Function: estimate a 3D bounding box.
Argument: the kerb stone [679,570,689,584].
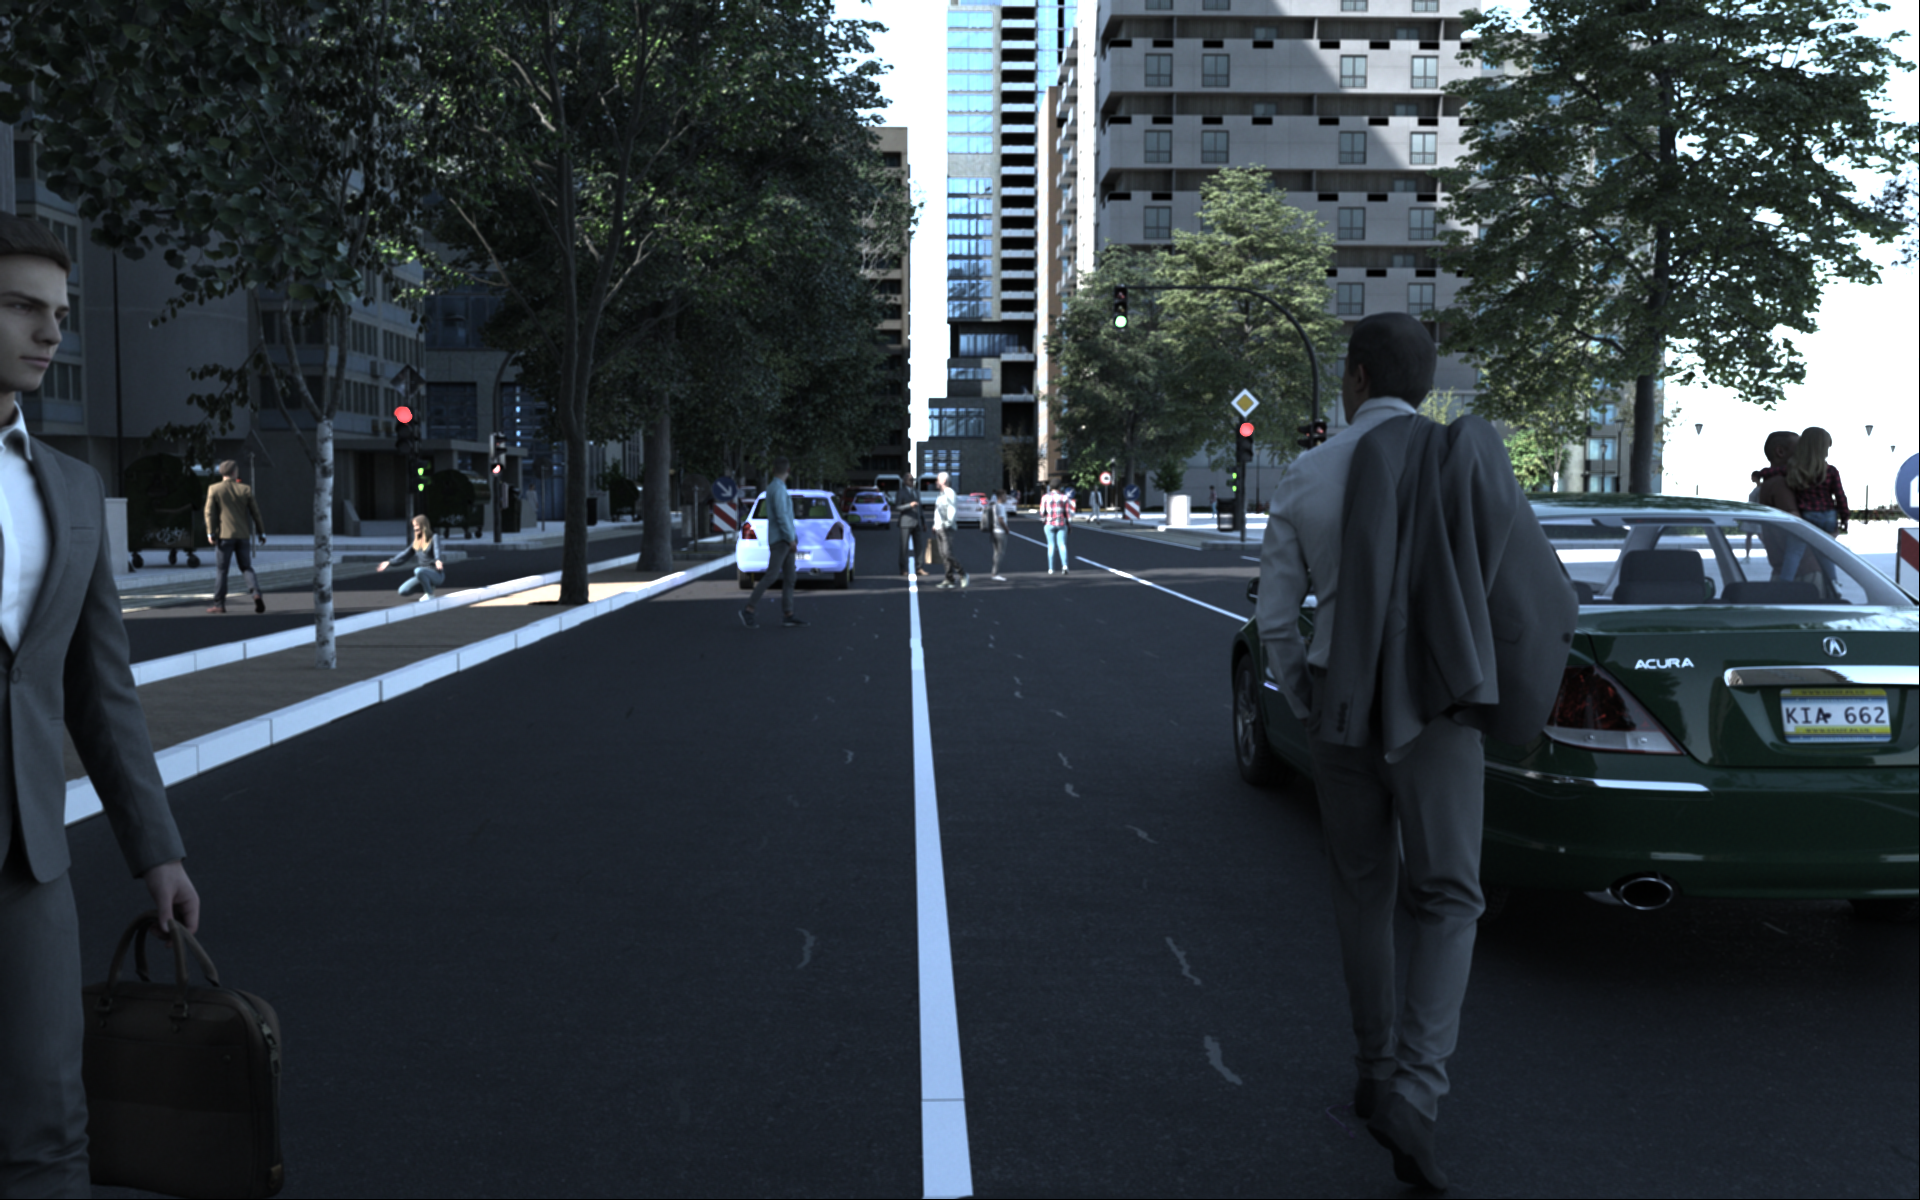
[{"bbox_3d":[-4.514,-0.340,27.770,0.120,0.150,1.000,0,4,-2],"label":"kerb stone"}]

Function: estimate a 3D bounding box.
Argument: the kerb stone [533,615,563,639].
[{"bbox_3d":[-4.212,0.286,17.538,0.120,0.150,1.000,0,4,-2],"label":"kerb stone"}]

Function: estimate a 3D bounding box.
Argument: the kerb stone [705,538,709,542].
[{"bbox_3d":[-7.251,-1.620,48.759,0.120,0.150,1.000,0,4,-2],"label":"kerb stone"}]

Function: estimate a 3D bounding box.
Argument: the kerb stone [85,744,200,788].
[{"bbox_3d":[-3.930,0.850,8.320,0.120,0.150,1.000,0,4,-2],"label":"kerb stone"}]

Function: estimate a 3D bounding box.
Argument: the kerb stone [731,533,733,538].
[{"bbox_3d":[-7.470,-2.063,55.923,0.120,0.150,1.000,0,4,-2],"label":"kerb stone"}]

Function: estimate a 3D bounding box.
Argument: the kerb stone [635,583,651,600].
[{"bbox_3d":[-4.395,-0.091,23.677,0.120,0.150,1.000,0,4,-2],"label":"kerb stone"}]

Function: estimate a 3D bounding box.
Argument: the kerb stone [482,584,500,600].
[{"bbox_3d":[-6.495,-0.086,23.647,0.120,0.150,1.000,0,4,-2],"label":"kerb stone"}]

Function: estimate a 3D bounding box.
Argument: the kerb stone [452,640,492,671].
[{"bbox_3d":[-4.112,0.473,14.462,0.120,0.150,1.000,0,4,-2],"label":"kerb stone"}]

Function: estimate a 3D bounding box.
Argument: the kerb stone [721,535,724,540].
[{"bbox_3d":[-7.378,-1.875,52.858,0.120,0.150,1.000,0,4,-2],"label":"kerb stone"}]

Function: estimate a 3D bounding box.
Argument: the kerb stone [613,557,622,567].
[{"bbox_3d":[-6.808,-0.710,33.879,0.120,0.150,1.000,0,4,-2],"label":"kerb stone"}]

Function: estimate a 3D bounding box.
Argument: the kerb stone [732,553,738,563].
[{"bbox_3d":[-4.768,-0.841,35.948,0.120,0.150,1.000,0,4,-2],"label":"kerb stone"}]

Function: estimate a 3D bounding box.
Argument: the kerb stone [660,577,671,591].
[{"bbox_3d":[-4.458,-0.209,25.724,0.120,0.150,1.000,0,4,-2],"label":"kerb stone"}]

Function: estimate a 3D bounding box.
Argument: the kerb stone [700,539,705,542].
[{"bbox_3d":[-7.214,-1.562,47.735,0.120,0.150,1.000,0,4,-2],"label":"kerb stone"}]

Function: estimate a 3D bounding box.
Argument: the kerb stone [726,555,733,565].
[{"bbox_3d":[-4.731,-0.779,34.927,0.120,0.150,1.000,0,4,-2],"label":"kerb stone"}]

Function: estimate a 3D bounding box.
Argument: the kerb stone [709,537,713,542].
[{"bbox_3d":[-7.283,-1.687,49.781,0.120,0.150,1.000,0,4,-2],"label":"kerb stone"}]

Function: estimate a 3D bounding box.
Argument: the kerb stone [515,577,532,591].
[{"bbox_3d":[-6.553,-0.212,25.690,0.120,0.150,1.000,0,4,-2],"label":"kerb stone"}]

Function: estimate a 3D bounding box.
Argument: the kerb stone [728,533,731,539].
[{"bbox_3d":[-7.439,-2.000,54.901,0.120,0.150,1.000,0,4,-2],"label":"kerb stone"}]

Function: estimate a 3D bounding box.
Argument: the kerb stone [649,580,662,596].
[{"bbox_3d":[-4.422,-0.151,24.699,0.120,0.150,1.000,0,4,-2],"label":"kerb stone"}]

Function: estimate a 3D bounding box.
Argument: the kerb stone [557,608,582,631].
[{"bbox_3d":[-4.233,0.222,18.561,0.120,0.150,1.000,0,4,-2],"label":"kerb stone"}]

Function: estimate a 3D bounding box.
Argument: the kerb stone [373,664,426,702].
[{"bbox_3d":[-4.050,0.598,12.419,0.120,0.150,1.000,0,4,-2],"label":"kerb stone"}]

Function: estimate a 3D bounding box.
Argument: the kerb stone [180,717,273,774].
[{"bbox_3d":[-3.964,0.786,9.342,0.120,0.150,1.000,0,4,-2],"label":"kerb stone"}]

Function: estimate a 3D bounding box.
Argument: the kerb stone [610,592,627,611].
[{"bbox_3d":[-4.329,0.036,21.631,0.120,0.150,1.000,0,4,-2],"label":"kerb stone"}]

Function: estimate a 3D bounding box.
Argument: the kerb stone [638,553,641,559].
[{"bbox_3d":[-6.900,-0.903,36.958,0.120,0.150,1.000,0,4,-2],"label":"kerb stone"}]

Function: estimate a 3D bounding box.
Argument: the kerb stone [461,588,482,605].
[{"bbox_3d":[-6.467,-0.026,22.624,0.120,0.150,1.000,0,4,-2],"label":"kerb stone"}]

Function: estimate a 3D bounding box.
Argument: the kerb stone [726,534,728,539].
[{"bbox_3d":[-7.399,-1.938,53.880,0.120,0.150,1.000,0,4,-2],"label":"kerb stone"}]

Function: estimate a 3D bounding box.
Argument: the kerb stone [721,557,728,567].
[{"bbox_3d":[-4.709,-0.716,33.905,0.120,0.150,1.000,0,4,-2],"label":"kerb stone"}]

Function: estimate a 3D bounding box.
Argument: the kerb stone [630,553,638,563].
[{"bbox_3d":[-6.868,-0.835,35.936,0.120,0.150,1.000,0,4,-2],"label":"kerb stone"}]

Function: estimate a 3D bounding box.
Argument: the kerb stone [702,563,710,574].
[{"bbox_3d":[-4.618,-0.528,30.834,0.120,0.150,1.000,0,4,-2],"label":"kerb stone"}]

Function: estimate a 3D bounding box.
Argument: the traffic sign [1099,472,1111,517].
[{"bbox_3d":[8.278,-5.998,98.169,0.768,2.556,0.104,0,4,-1],"label":"traffic sign"}]

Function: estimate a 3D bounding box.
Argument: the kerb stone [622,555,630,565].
[{"bbox_3d":[-6.836,-0.774,34.904,0.120,0.150,1.000,0,4,-2],"label":"kerb stone"}]

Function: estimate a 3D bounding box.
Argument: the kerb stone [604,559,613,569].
[{"bbox_3d":[-6.772,-0.648,32.857,0.120,0.150,1.000,0,4,-2],"label":"kerb stone"}]

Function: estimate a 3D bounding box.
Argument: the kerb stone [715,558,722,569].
[{"bbox_3d":[-4.673,-0.653,32.878,0.120,0.150,1.000,0,4,-2],"label":"kerb stone"}]

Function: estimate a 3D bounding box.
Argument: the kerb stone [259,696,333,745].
[{"bbox_3d":[-3.994,0.723,10.366,0.120,0.150,1.000,0,4,-2],"label":"kerb stone"}]

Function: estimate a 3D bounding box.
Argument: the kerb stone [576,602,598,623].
[{"bbox_3d":[-4.276,0.160,19.586,0.120,0.150,1.000,0,4,-2],"label":"kerb stone"}]

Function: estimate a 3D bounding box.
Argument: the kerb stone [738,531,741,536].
[{"bbox_3d":[-7.531,-2.184,57.971,0.120,0.150,1.000,0,4,-2],"label":"kerb stone"}]

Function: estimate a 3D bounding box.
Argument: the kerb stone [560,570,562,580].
[{"bbox_3d":[-6.654,-0.399,28.770,0.120,0.150,1.000,0,4,-2],"label":"kerb stone"}]

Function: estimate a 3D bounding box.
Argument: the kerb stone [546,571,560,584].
[{"bbox_3d":[-6.610,-0.339,27.740,0.120,0.150,1.000,0,4,-2],"label":"kerb stone"}]

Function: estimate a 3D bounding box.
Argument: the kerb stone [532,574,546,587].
[{"bbox_3d":[-6.585,-0.276,26.718,0.120,0.150,1.000,0,4,-2],"label":"kerb stone"}]

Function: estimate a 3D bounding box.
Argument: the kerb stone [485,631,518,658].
[{"bbox_3d":[-4.150,0.417,15.483,0.120,0.150,1.000,0,4,-2],"label":"kerb stone"}]

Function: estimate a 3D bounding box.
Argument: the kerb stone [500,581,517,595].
[{"bbox_3d":[-6.524,-0.144,24.668,0.120,0.150,1.000,0,4,-2],"label":"kerb stone"}]

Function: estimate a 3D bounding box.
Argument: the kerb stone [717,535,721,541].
[{"bbox_3d":[-7.347,-1.812,51.826,0.120,0.150,1.000,0,4,-2],"label":"kerb stone"}]

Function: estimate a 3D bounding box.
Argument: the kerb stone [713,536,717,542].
[{"bbox_3d":[-7.318,-1.750,50.802,0.120,0.150,1.000,0,4,-2],"label":"kerb stone"}]

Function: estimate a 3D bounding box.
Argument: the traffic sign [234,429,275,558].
[{"bbox_3d":[-14.194,-2.125,34.751,0.884,2.594,0.081,0,4,1],"label":"traffic sign"}]

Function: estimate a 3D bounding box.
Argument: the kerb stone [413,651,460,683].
[{"bbox_3d":[-4.091,0.536,13.440,0.120,0.150,1.000,0,4,-2],"label":"kerb stone"}]

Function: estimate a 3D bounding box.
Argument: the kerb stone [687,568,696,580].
[{"bbox_3d":[-4.550,-0.399,28.792,0.120,0.150,1.000,0,4,-2],"label":"kerb stone"}]

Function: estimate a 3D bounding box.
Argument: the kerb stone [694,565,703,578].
[{"bbox_3d":[-4.582,-0.465,29.813,0.120,0.150,1.000,0,4,-2],"label":"kerb stone"}]

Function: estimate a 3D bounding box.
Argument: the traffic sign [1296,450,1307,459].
[{"bbox_3d":[9.934,-3.016,49.410,0.768,2.556,0.104,0,4,3],"label":"traffic sign"}]

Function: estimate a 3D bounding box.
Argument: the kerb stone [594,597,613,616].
[{"bbox_3d":[-4.305,0.097,20.608,0.120,0.150,1.000,0,4,-2],"label":"kerb stone"}]

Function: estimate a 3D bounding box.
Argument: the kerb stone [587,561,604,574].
[{"bbox_3d":[-6.740,-0.587,31.836,0.120,0.150,1.000,0,4,-2],"label":"kerb stone"}]

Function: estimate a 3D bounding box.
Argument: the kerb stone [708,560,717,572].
[{"bbox_3d":[-4.641,-0.591,31.856,0.120,0.150,1.000,0,4,-2],"label":"kerb stone"}]

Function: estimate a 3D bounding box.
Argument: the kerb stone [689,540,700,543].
[{"bbox_3d":[-7.196,-1.491,46.713,0.120,0.150,1.000,0,4,-2],"label":"kerb stone"}]

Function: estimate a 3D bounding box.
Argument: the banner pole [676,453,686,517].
[{"bbox_3d":[-15.528,-6.485,96.046,0.863,3.779,0.401,2,4,28],"label":"banner pole"}]

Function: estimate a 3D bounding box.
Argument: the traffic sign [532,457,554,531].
[{"bbox_3d":[-14.351,-3.637,59.568,0.768,2.556,0.104,0,4,6],"label":"traffic sign"}]

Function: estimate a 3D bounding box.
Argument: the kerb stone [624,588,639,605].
[{"bbox_3d":[-4.368,-0.025,22.655,0.120,0.150,1.000,0,4,-2],"label":"kerb stone"}]

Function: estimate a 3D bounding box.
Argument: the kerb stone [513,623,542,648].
[{"bbox_3d":[-4.172,0.357,16.510,0.120,0.150,1.000,0,4,-2],"label":"kerb stone"}]

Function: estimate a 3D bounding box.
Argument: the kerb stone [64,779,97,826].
[{"bbox_3d":[-3.906,0.912,7.291,0.120,0.150,1.000,0,4,-2],"label":"kerb stone"}]

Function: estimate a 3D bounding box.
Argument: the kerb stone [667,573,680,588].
[{"bbox_3d":[-4.488,-0.278,26.746,0.120,0.150,1.000,0,4,-2],"label":"kerb stone"}]

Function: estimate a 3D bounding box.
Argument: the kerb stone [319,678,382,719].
[{"bbox_3d":[-4.033,0.661,11.388,0.120,0.150,1.000,0,4,-2],"label":"kerb stone"}]

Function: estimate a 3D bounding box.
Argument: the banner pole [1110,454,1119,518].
[{"bbox_3d":[8.476,-6.424,95.052,0.401,3.779,0.863,-2,4,-26],"label":"banner pole"}]
